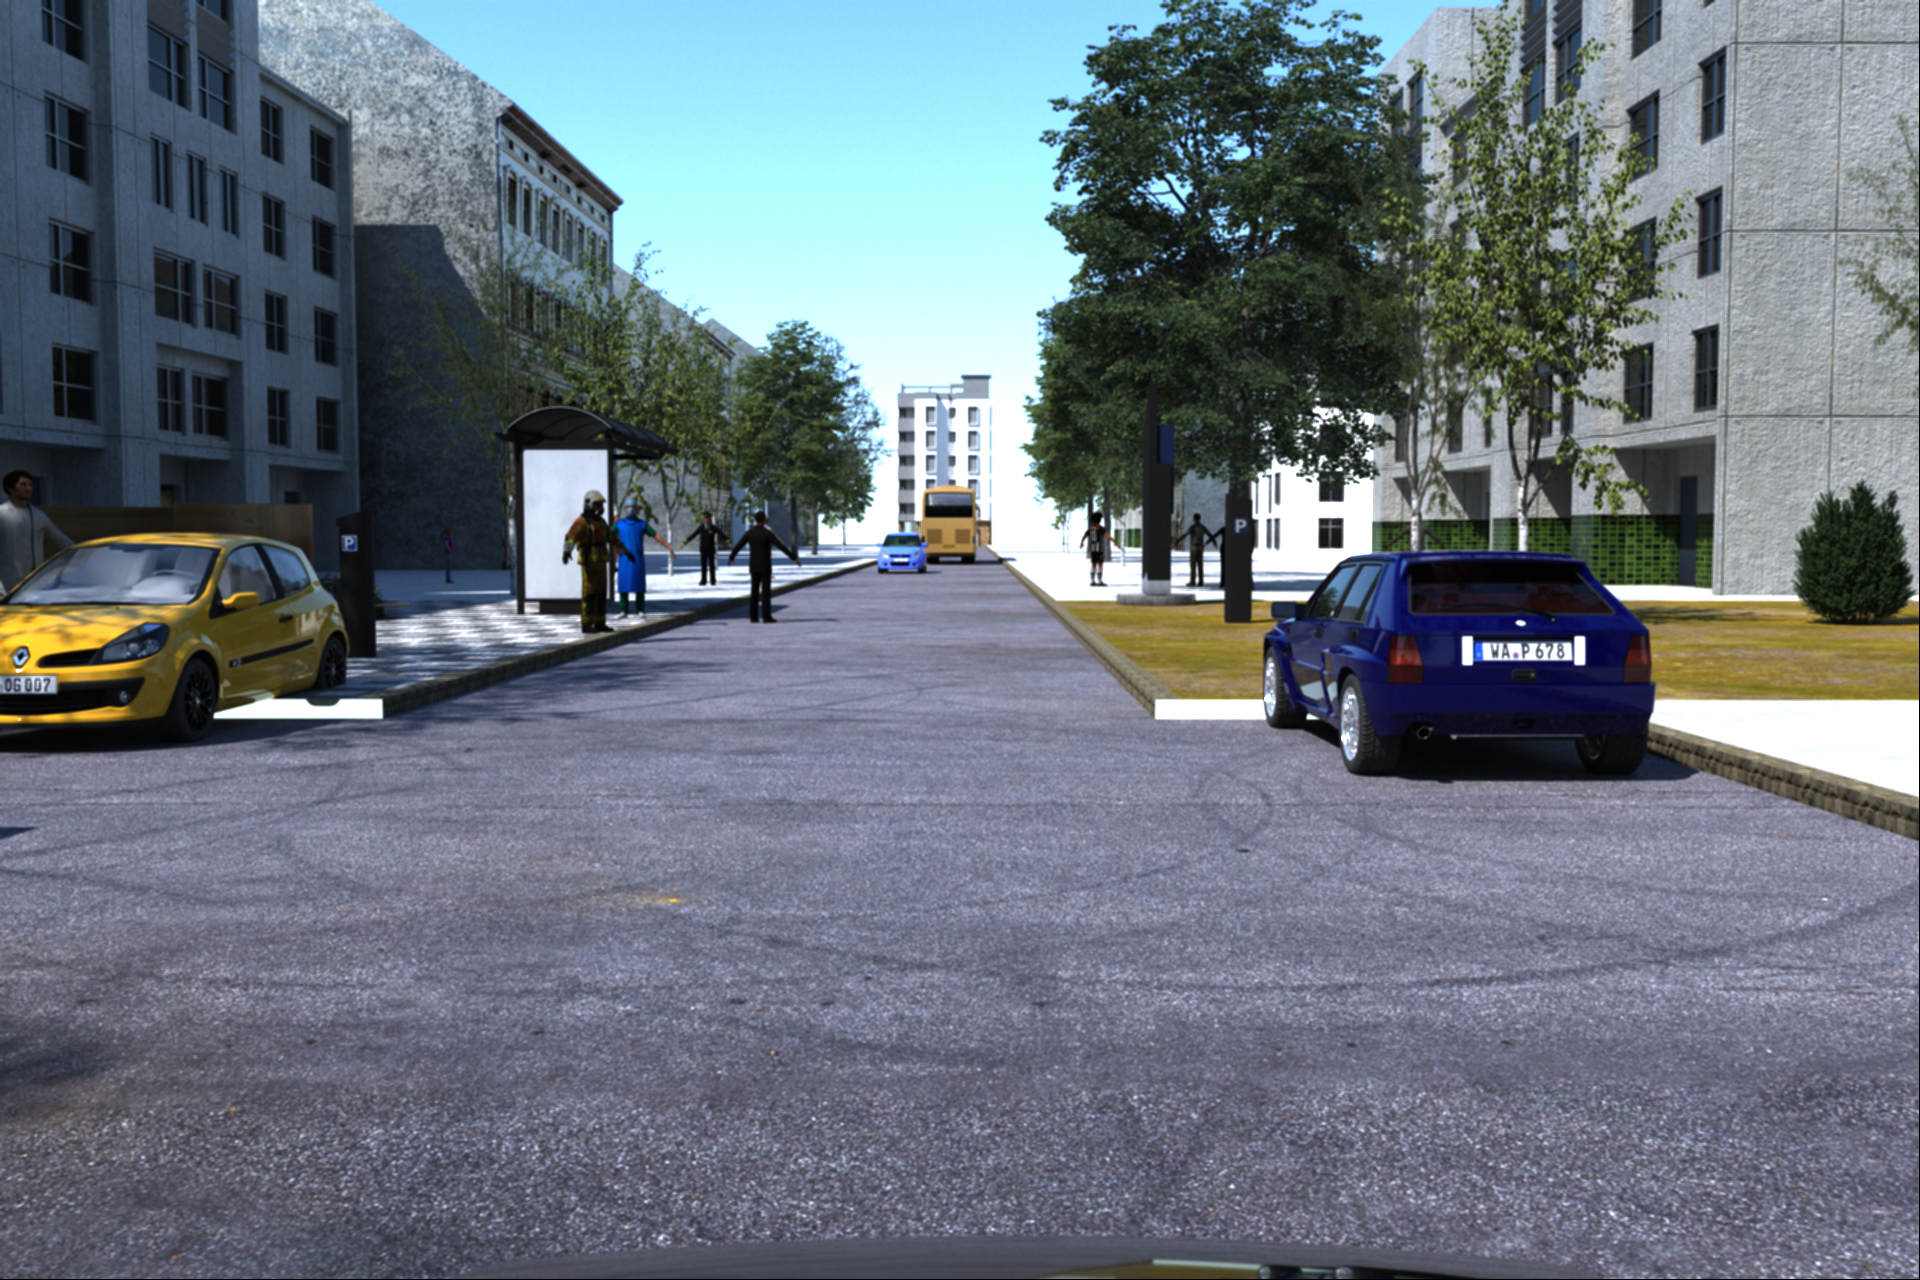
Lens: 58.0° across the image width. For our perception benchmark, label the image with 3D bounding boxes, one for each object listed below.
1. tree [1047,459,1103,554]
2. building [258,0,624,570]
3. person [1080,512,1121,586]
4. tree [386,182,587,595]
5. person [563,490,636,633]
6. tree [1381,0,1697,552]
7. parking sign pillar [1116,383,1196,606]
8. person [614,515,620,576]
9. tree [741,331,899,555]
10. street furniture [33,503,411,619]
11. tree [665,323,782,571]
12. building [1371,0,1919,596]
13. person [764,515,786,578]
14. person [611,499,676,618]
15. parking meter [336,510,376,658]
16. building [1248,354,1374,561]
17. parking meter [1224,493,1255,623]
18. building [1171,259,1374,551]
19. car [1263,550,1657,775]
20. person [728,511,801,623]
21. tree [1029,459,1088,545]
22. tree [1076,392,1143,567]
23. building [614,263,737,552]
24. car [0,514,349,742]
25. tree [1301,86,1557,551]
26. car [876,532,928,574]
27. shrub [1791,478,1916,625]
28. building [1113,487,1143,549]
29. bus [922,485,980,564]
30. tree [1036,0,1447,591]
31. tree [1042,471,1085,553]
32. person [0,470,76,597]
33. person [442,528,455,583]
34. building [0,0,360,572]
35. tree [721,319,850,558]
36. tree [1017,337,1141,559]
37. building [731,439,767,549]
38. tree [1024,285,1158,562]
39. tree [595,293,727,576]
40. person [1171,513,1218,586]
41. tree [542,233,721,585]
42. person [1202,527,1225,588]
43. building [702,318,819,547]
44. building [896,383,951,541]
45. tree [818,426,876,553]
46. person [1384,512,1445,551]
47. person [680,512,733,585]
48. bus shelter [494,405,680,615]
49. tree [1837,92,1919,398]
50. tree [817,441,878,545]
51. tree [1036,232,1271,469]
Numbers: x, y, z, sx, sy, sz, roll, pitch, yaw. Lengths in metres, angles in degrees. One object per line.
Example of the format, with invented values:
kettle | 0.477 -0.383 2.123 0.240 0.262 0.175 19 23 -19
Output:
tree | 7.189 -9.994 113.767 4.737 8.622 4.395 0 3 0
building | -25.166 -14.617 69.910 19.493 23.208 18.063 0 4 1
person | 3.397 -2.230 42.607 0.704 1.843 1.345 -3 5 -41
tree | -9.152 -5.247 36.151 4.360 8.622 3.978 0 3 0
person | -4.735 -1.024 22.509 0.705 1.858 1.354 2 4 29
tree | 7.913 -4.507 24.045 4.737 8.622 4.395 0 3 0
parking sign pillar | 3.583 -2.633 31.529 1.447 3.967 1.447 0 4 1
person | -8.224 -2.132 41.659 1.217 1.733 0.721 -1 4 -22
tree | -8.643 -11.863 104.330 12.009 13.543 11.850 0 3 0
street furniture | -12.215 -1.298 28.072 9.812 1.723 11.010 -2 4 -31
tree | -8.487 -6.729 60.374 4.737 8.622 4.395 0 3 0
building | 24.288 -11.299 51.201 16.747 18.905 31.486 0 4 0
person | -5.611 -2.709 50.155 1.347 1.847 0.705 3 4 38
person | -5.026 -1.246 26.504 1.347 1.817 0.704 -1 4 -9
parking meter | -6.284 -0.588 18.017 0.372 1.533 0.369 0 3 0
building | 20.076 -8.584 82.493 9.099 9.664 28.070 0 4 0
parking meter | 4.041 -1.181 25.021 0.399 1.863 0.255 0 4 -1
building | 25.756 -18.691 136.522 19.493 23.208 18.063 0 3 0
car | 3.160 0.056 11.660 1.945 1.354 3.894 0 4 -1
person | -3.208 -1.183 28.022 1.346 1.802 0.704 2 4 23
tree | 12.389 -17.350 209.420 9.928 11.665 9.643 0 3 0
tree | 6.396 -7.195 67.996 4.360 8.622 3.978 0 3 0
building | -28.336 -18.641 135.711 19.493 23.208 18.063 0 4 0
car | -6.086 -0.178 13.136 2.015 1.641 3.980 0 4 0
tree | 7.536 -4.835 29.414 4.360 8.622 3.978 0 3 0
car | -2.121 -3.327 63.986 1.945 1.707 3.694 0 4 1
shrub | 12.719 -1.259 24.620 1.661 2.075 1.752 0 3 0
building | 24.471 -18.392 167.160 16.747 18.905 31.486 0 4 1
bus | -0.436 -5.809 86.529 2.896 3.916 12.252 0 4 1
tree | 6.287 -8.099 39.077 9.857 13.997 8.962 0 3 0
tree | 7.350 -10.385 120.152 4.737 8.622 4.395 0 3 0
person | -7.725 -0.496 14.297 0.705 1.806 1.347 2 4 25
person | -13.361 -2.215 45.477 0.599 1.433 0.991 -1 4 -12
building | -29.214 -10.809 43.182 16.747 18.905 31.486 0 4 1
tree | -9.130 -10.625 91.852 7.486 12.596 7.792 0 3 0
tree | 6.455 -10.506 89.902 7.486 12.596 7.792 0 3 0
building | -22.361 -13.410 161.399 9.099 9.664 28.070 0 4 1
tree | 6.349 -9.769 77.851 7.486 12.596 7.792 0 3 0
tree | -8.890 -6.246 52.479 4.737 8.622 4.395 0 3 0
person | 5.849 -2.240 42.900 1.348 1.796 0.705 -2 4 -25
tree | -8.367 -5.682 43.261 4.737 8.622 4.395 0 3 0
person | 6.355 -2.110 41.220 1.216 1.740 0.721 -1 4 -10
building | -25.173 -21.669 185.210 19.493 23.208 18.063 0 4 0
building | -7.318 -21.426 209.197 11.380 20.090 16.016 0 4 -2
tree | -7.883 -10.268 118.240 4.737 8.622 4.395 0 3 0
person | 10.083 -1.968 38.301 1.348 1.813 0.705 0 4 0
person | -6.313 -2.286 43.312 1.347 1.837 0.705 0 4 7
bus shelter | -6.285 -2.204 29.967 2.014 3.302 5.546 0 3 0
tree | 16.572 -4.820 29.171 4.360 8.622 3.978 0 3 0
tree | -13.429 -17.627 206.323 7.486 12.596 7.792 0 3 0
tree | 5.739 -7.140 51.145 7.601 10.594 8.767 1 4 14
